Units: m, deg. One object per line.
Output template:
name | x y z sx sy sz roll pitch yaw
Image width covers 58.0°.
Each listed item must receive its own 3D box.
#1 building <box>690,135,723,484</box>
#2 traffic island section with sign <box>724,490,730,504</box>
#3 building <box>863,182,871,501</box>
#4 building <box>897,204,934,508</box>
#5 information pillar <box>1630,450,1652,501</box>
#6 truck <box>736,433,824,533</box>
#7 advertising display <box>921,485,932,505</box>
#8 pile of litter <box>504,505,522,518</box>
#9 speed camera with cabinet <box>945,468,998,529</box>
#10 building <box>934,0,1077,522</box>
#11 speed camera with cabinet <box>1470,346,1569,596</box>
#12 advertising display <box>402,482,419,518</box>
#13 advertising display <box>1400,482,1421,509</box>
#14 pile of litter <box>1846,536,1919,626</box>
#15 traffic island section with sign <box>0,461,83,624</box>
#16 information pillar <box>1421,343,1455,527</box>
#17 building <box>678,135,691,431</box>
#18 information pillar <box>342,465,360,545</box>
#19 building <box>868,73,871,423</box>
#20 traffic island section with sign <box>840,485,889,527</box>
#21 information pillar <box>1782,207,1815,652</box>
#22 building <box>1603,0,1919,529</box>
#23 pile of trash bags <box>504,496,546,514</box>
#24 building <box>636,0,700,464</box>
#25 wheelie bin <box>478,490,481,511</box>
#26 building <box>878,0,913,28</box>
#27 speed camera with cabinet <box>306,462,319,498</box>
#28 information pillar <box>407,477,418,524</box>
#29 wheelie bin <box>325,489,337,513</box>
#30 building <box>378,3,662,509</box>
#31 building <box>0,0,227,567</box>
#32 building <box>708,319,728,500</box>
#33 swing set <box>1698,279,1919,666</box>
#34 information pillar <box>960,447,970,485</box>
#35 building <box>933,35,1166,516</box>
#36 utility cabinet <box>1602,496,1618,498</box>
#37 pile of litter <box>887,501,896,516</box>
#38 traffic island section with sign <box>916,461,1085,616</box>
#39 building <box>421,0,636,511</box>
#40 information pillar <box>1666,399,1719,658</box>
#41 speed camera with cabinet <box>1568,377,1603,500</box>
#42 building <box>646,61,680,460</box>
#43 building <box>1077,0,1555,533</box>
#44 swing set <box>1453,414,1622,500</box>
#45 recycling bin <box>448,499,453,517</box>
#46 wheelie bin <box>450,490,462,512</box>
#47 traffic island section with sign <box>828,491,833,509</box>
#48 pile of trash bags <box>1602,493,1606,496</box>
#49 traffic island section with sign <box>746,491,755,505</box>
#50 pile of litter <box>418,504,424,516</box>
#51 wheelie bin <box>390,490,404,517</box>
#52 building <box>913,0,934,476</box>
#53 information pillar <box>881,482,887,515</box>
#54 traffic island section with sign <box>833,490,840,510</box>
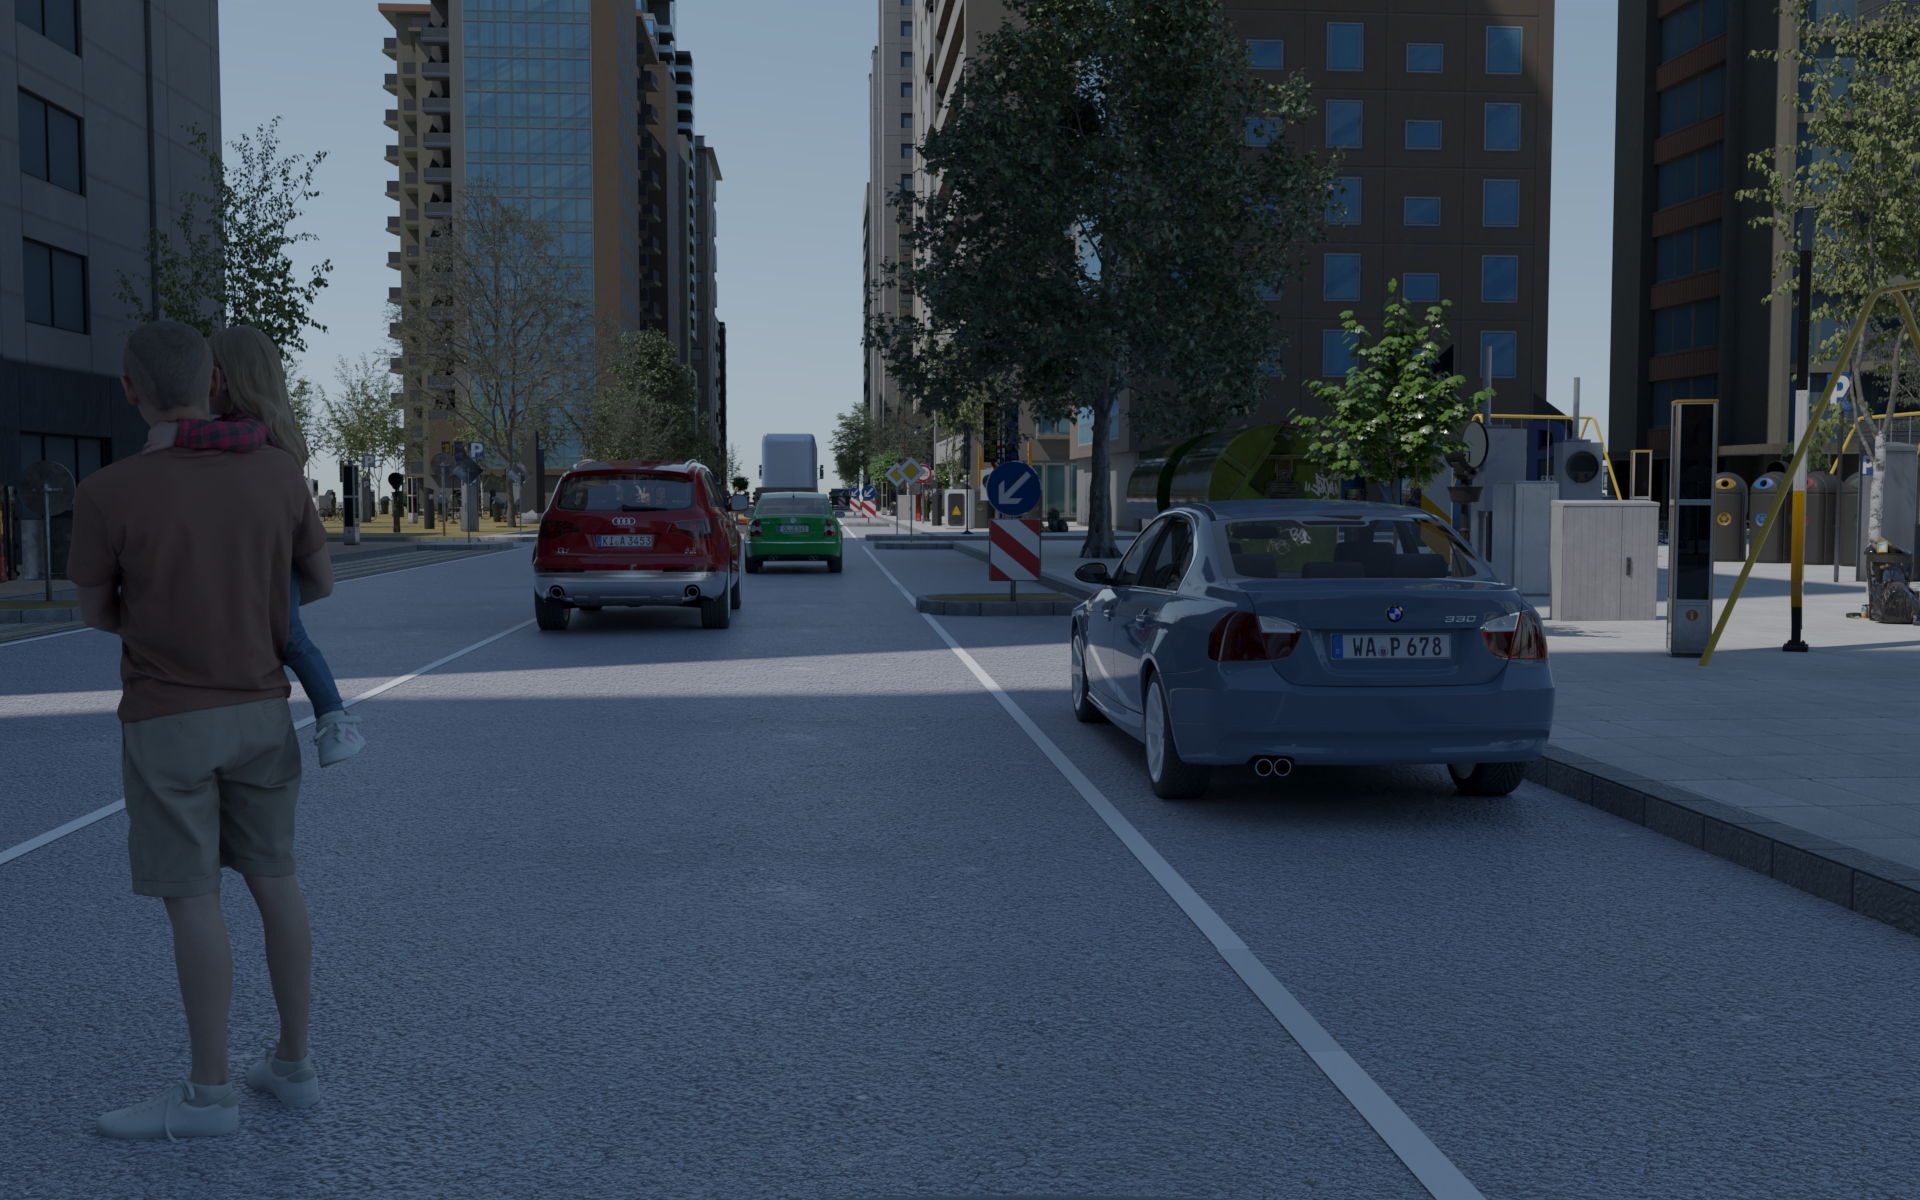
building | -50.039 -40.823 256.690 28.713 52.752 27.495 0 4 -5
traffic island section with sign | -24.069 -10.440 179.327 1.989 1.847 2.006 0 4 -5
building | -3.332 -38.658 255.755 21.300 48.544 21.600 0 4 -5
building | 0.827 -24.215 167.622 14.160 30.474 14.107 0 4 -5
information pillar | 11.422 -1.504 29.088 0.304 2.012 0.304 1 4 15
truck | -7.280 -4.969 70.995 2.967 4.110 18.799 0 4 -3
advertising display | -2.184 -6.841 117.065 0.974 1.923 0.123 -1 4 -14
pile of litter | -23.677 -4.784 92.183 1.719 0.858 1.176 -2 4 -29
speed camera with cabinet | 0.489 -4.194 62.901 2.038 3.252 0.660 1 4 18
building | 10.000 -28.463 89.069 21.300 48.544 21.600 0 4 -5
speed camera with cabinet | 7.233 -1.729 22.605 0.660 3.252 2.038 0 4 2
advertising display | -29.941 -5.452 94.352 0.123 1.923 0.974 3 5 40
advertising display | 11.180 -2.254 42.065 0.974 1.923 0.123 2 4 28
pile of litter | 9.634 -0.216 17.502 1.176 0.858 1.719 2 4 24
traffic island section with sign | -10.733 -0.693 19.966 1.989 1.847 2.006 0 4 -5
information pillar | 7.487 -2.186 27.099 0.504 3.616 0.183 2 4 30
building | -37.263 -31.033 190.991 14.154 41.232 14.086 0 4 -5
information pillar | -15.300 -2.387 43.513 0.304 2.012 0.304 0 4 4
building | -1.478 -42.120 230.658 21.231 58.520 28.212 0 4 -5
traffic island section with sign | -4.174 -4.167 76.766 1.989 1.847 2.006 0 4 -5
information pillar | 6.820 -1.387 14.032 0.183 3.616 0.504 2 4 27
building | 41.187 -25.384 69.651 28.867 44.769 22.147 0 4 -5
pile of trash bags | -25.581 -5.660 102.295 3.447 1.369 1.912 3 5 40
building | -44.706 -55.885 226.383 22.319 86.520 31.000 0 4 -5
wheelie bin | -35.222 -7.244 126.339 0.980 1.594 0.693 -1 4 -13
building | 1.673 -39.513 188.030 21.231 58.520 28.212 0 4 -5
speed camera with cabinet | -39.467 -6.741 104.543 0.660 3.252 2.038 0 4 7
information pillar | -23.718 -4.314 75.030 0.304 2.012 0.304 2 4 29
wheelie bin | -43.353 -6.810 119.250 0.980 1.594 0.693 3 4 36
building | -38.498 -30.573 154.490 22.147 44.769 28.867 0 4 -5
building | -27.392 -36.275 31.356 20.611 71.187 20.563 0 4 -5
building | -44.942 -31.011 278.729 14.160 30.474 14.107 0 4 -5
swing set | 7.138 -0.851 11.530 2.862 2.851 3.119 0 4 -8
information pillar | 0.228 -5.085 74.492 0.504 3.616 0.183 3 5 41
building | 5.570 -28.797 120.948 14.600 45.320 14.200 0 4 -5
utility cabinet | 25.796 -3.564 69.431 0.306 1.237 1.020 -3 5 -42
pile of litter | -3.632 -5.308 100.750 1.176 0.858 1.719 -2 4 -29
traffic island section with sign | 0.472 -0.774 21.290 1.989 1.847 2.006 0 4 -5
building | -32.458 -29.560 133.409 14.600 45.320 14.200 0 4 -5
information pillar | 5.760 -0.559 13.635 0.304 2.012 0.304 1 4 15
speed camera with cabinet | 9.736 -2.135 29.247 2.038 3.252 0.660 0 4 4
building | -36.104 -32.179 176.242 14.600 45.320 14.200 0 4 -5
building | 12.074 -25.277 63.382 14.200 45.320 14.600 0 4 -5
swing set | 11.534 -2.256 34.513 3.119 2.851 2.862 -1 4 -22
recycling bin | -29.122 -5.229 98.042 0.722 1.027 0.722 -2 4 -26
wheelie bin | -36.254 -7.157 124.932 0.693 1.594 0.980 2 4 31
traffic island section with sign | -10.604 -8.872 153.688 1.989 1.847 2.006 0 4 -5
pile of trash bags | 41.717 -6.077 109.118 3.447 1.369 1.912 -1 4 -9
traffic island section with sign | -30.976 -15.496 261.980 1.989 1.847 2.006 0 4 -5
pile of litter | -31.663 -5.364 101.668 1.176 0.858 1.719 -1 4 -11
wheelie bin | -31.093 -5.376 95.803 0.693 1.594 0.980 -2 4 -30
building | 10.127 -34.107 146.883 28.713 52.752 27.495 0 4 -5
information pillar | -4.611 -6.158 105.170 0.304 2.012 0.304 -1 4 -14
traffic island section with sign | -6.417 -5.810 103.628 1.989 1.847 2.006 0 4 -5
